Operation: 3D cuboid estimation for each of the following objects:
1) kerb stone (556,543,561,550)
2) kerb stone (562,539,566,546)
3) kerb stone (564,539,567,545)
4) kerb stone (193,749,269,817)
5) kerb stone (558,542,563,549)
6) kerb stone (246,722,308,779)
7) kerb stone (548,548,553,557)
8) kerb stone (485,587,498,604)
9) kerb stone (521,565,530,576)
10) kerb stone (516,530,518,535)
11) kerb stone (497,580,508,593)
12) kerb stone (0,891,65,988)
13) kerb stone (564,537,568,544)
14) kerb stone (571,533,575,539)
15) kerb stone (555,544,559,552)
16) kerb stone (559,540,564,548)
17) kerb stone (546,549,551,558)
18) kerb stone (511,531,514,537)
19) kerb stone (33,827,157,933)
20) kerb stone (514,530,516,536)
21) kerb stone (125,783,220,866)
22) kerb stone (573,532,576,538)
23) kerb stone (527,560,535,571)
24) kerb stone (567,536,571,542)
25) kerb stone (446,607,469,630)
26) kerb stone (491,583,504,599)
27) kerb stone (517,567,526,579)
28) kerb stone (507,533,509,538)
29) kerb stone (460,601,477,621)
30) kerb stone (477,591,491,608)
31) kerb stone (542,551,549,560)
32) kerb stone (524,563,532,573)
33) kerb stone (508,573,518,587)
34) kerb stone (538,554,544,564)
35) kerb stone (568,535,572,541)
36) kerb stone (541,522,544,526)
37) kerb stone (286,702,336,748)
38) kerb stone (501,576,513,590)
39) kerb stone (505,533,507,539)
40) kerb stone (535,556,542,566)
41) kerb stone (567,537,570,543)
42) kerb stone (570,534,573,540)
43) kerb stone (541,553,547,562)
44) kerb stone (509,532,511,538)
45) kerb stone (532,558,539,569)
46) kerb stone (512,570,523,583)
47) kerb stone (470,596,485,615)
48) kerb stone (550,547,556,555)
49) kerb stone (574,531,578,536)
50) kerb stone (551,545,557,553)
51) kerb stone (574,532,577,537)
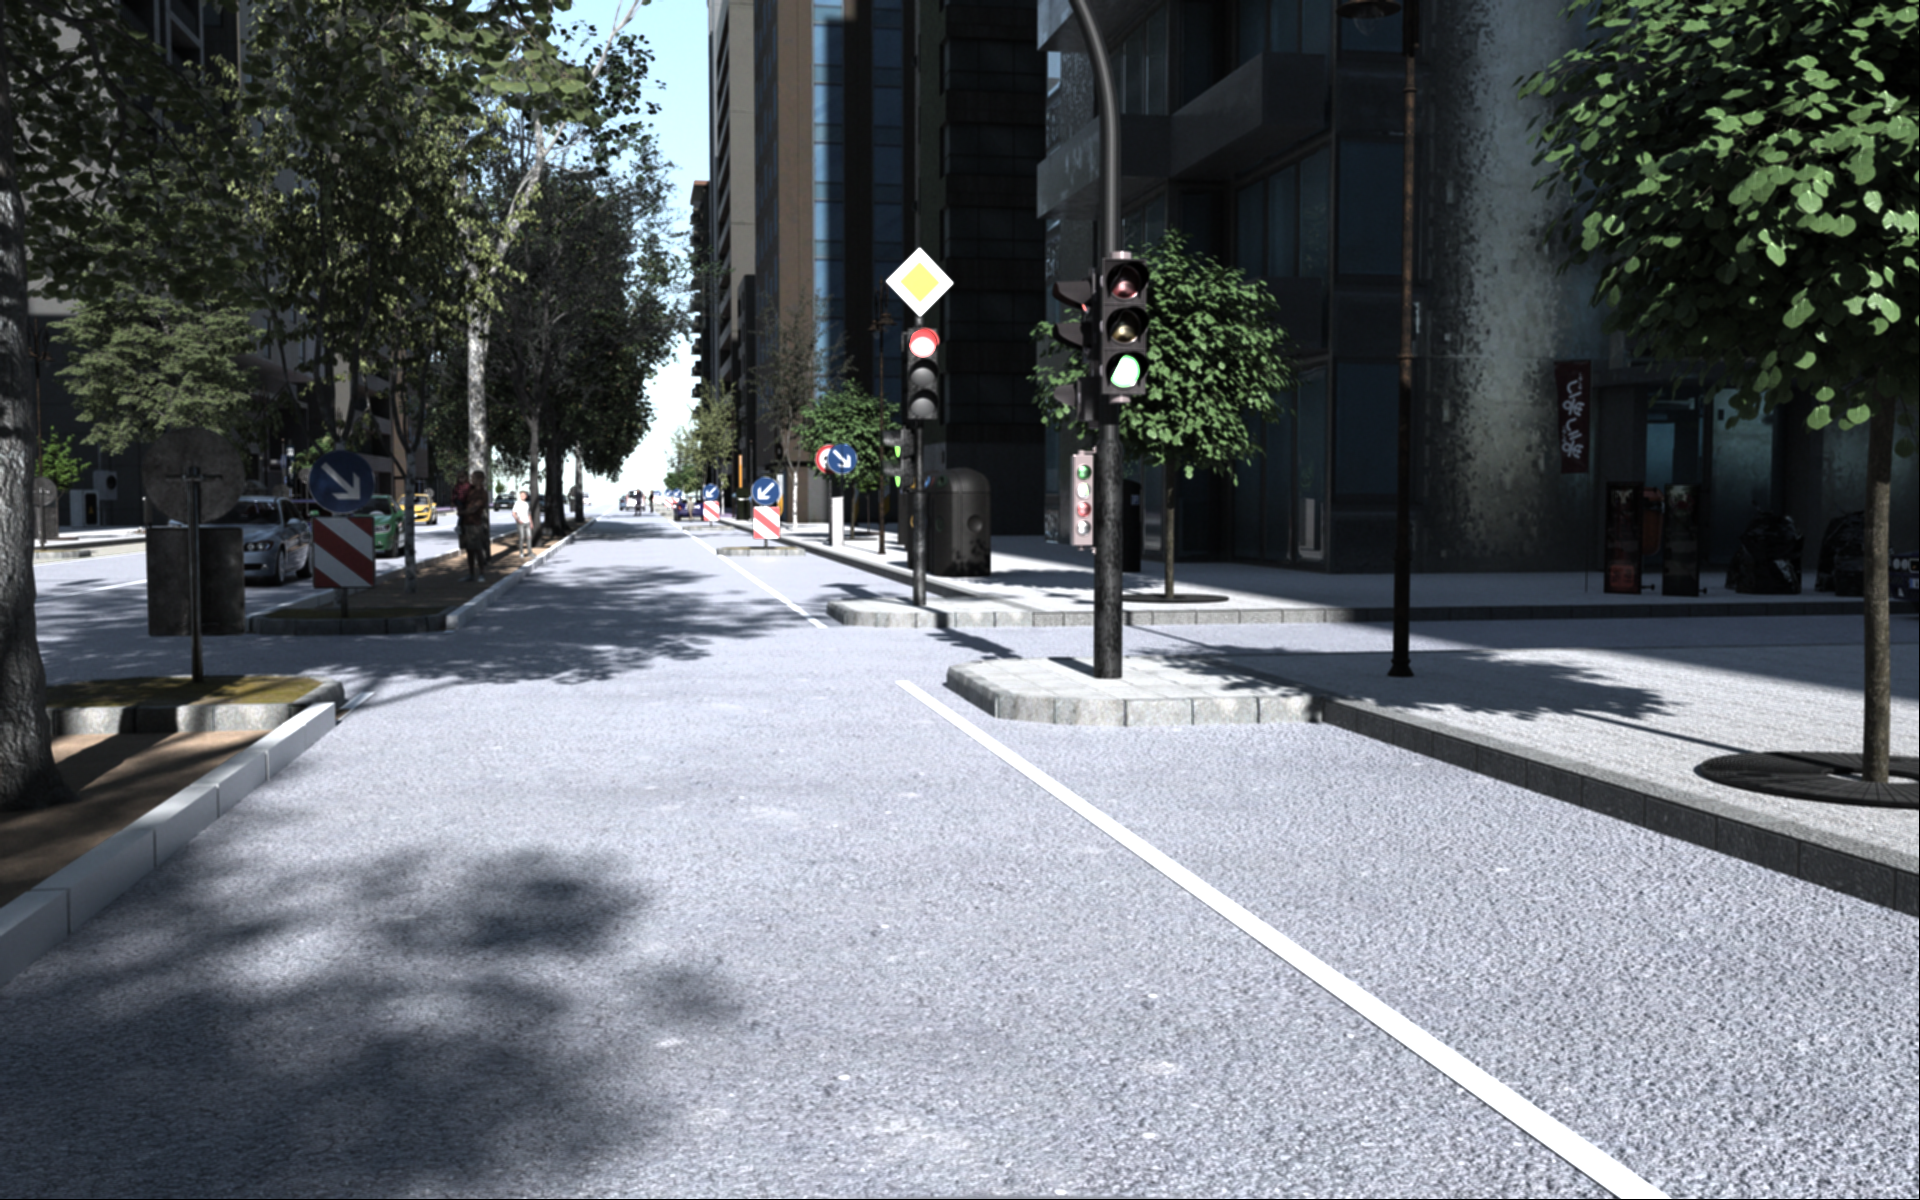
[{"bbox_3d":[-10.036,-1.265,42.886,0.120,0.150,1.000,-1,4,-11],"label":"kerb stone"},{"bbox_3d":[-10.595,-1.451,45.925,0.120,0.150,1.000,-1,4,-11],"label":"kerb stone"},{"bbox_3d":[-10.800,-1.510,46.927,0.120,0.150,1.000,-1,4,-11],"label":"kerb stone"},{"bbox_3d":[-3.431,0.860,8.142,0.120,0.150,1.000,-1,4,-11],"label":"kerb stone"},{"bbox_3d":[-10.221,-1.323,43.899,0.120,0.150,1.000,-1,4,-11],"label":"kerb stone"},{"bbox_3d":[-3.619,0.798,9.160,0.120,0.150,1.000,-1,4,-11],"label":"kerb stone"},{"bbox_3d":[-9.264,-1.017,38.856,0.120,0.150,1.000,-1,4,-11],"label":"kerb stone"},{"bbox_3d":[-6.204,-0.034,22.747,0.120,0.150,1.000,-1,4,-11],"label":"kerb stone"},{"bbox_3d":[-7.542,-0.459,29.799,0.120,0.150,1.000,-1,4,-11],"label":"kerb stone"},{"bbox_3d":[-15.163,-2.227,58.658,0.120,0.150,1.000,-1,4,-11],"label":"kerb stone"},{"bbox_3d":[-6.589,-0.156,24.754,0.120,0.150,1.000,-1,4,-11],"label":"kerb stone"},{"bbox_3d":[-2.862,1.045,5.116,0.120,0.150,1.000,-1,4,-11],"label":"kerb stone"},{"bbox_3d":[-10.987,-1.574,47.934,0.120,0.150,1.000,-1,4,-11],"label":"kerb stone"},{"bbox_3d":[-11.947,-1.883,52.979,0.120,0.150,1.000,-1,4,-11],"label":"kerb stone"},{"bbox_3d":[-9.836,-1.204,41.881,0.120,0.150,1.000,-1,4,-11],"label":"kerb stone"},{"bbox_3d":[-10.410,-1.389,44.910,0.120,0.150,1.000,-1,4,-11],"label":"kerb stone"},{"bbox_3d":[-9.073,-0.958,37.852,0.120,0.150,1.000,-1,4,-11],"label":"kerb stone"},{"bbox_3d":[-14.777,-2.107,56.650,0.120,0.150,1.000,-1,4,-11],"label":"kerb stone"},{"bbox_3d":[-3.050,0.983,6.124,0.120,0.150,1.000,-1,4,-11],"label":"kerb stone"},{"bbox_3d":[-14.963,-2.169,57.655,0.120,0.150,1.000,-1,4,-11],"label":"kerb stone"},{"bbox_3d":[-3.239,0.921,7.129,0.120,0.150,1.000,-1,4,-11],"label":"kerb stone"},{"bbox_3d":[-12.137,-1.944,53.985,0.120,0.150,1.000,-1,4,-11],"label":"kerb stone"},{"bbox_3d":[-7.933,-0.587,31.805,0.120,0.150,1.000,-1,4,-11],"label":"kerb stone"},{"bbox_3d":[-11.372,-1.698,49.954,0.120,0.150,1.000,-1,4,-11],"label":"kerb stone"},{"bbox_3d":[-5.443,0.212,18.722,0.120,0.150,1.000,-1,4,-11],"label":"kerb stone"},{"bbox_3d":[-6.387,-0.095,23.752,0.120,0.150,1.000,-1,4,-11],"label":"kerb stone"},{"bbox_3d":[-7.351,-0.403,28.785,0.120,0.150,1.000,-1,4,-11],"label":"kerb stone"},{"bbox_3d":[-14.392,-1.984,54.627,0.120,0.150,1.000,-1,4,-11],"label":"kerb stone"},{"bbox_3d":[-5.632,0.151,19.726,0.120,0.150,1.000,-1,4,-11],"label":"kerb stone"},{"bbox_3d":[-6.016,0.028,21.733,0.120,0.150,1.000,-1,4,-11],"label":"kerb stone"},{"bbox_3d":[-8.875,-0.893,36.844,0.120,0.150,1.000,-1,4,-11],"label":"kerb stone"},{"bbox_3d":[-7.741,-0.526,30.801,0.120,0.150,1.000,-1,4,-11],"label":"kerb stone"},{"bbox_3d":[-6.968,-0.280,26.770,0.120,0.150,1.000,-1,4,-11],"label":"kerb stone"},{"bbox_3d":[-8.500,-0.773,34.829,0.120,0.150,1.000,-1,4,-11],"label":"kerb stone"},{"bbox_3d":[-11.561,-1.760,50.967,0.120,0.150,1.000,-1,4,-11],"label":"kerb stone"},{"bbox_3d":[-19.361,-3.584,80.801,0.120,0.150,1.000,-1,4,-11],"label":"kerb stone"},{"bbox_3d":[-3.812,0.736,10.164,0.120,0.150,1.000,-1,4,-11],"label":"kerb stone"},{"bbox_3d":[-6.777,-0.218,25.759,0.120,0.150,1.000,-1,4,-11],"label":"kerb stone"},{"bbox_3d":[-14.200,-1.916,53.623,0.120,0.150,1.000,-1,4,-11],"label":"kerb stone"},{"bbox_3d":[-8.309,-0.711,33.818,0.120,0.150,1.000,-1,4,-11],"label":"kerb stone"},{"bbox_3d":[-11.180,-1.636,48.938,0.120,0.150,1.000,-1,4,-11],"label":"kerb stone"},{"bbox_3d":[-11.755,-1.818,51.971,0.120,0.150,1.000,-1,4,-11],"label":"kerb stone"},{"bbox_3d":[-8.691,-0.832,35.839,0.120,0.150,1.000,-1,4,-11],"label":"kerb stone"},{"bbox_3d":[-14.590,-2.041,55.641,0.120,0.150,1.000,-1,4,-11],"label":"kerb stone"},{"bbox_3d":[-8.119,-0.649,32.813,0.120,0.150,1.000,-1,4,-11],"label":"kerb stone"},{"bbox_3d":[-7.150,-0.342,27.782,0.120,0.150,1.000,-1,4,-11],"label":"kerb stone"},{"bbox_3d":[-5.822,0.093,20.730,0.120,0.150,1.000,-1,4,-11],"label":"kerb stone"},{"bbox_3d":[-9.449,-1.081,39.872,0.120,0.150,1.000,-1,4,-11],"label":"kerb stone"},{"bbox_3d":[-12.522,-2.067,55.997,0.120,0.150,1.000,-1,4,-11],"label":"kerb stone"},{"bbox_3d":[-9.648,-1.142,40.876,0.120,0.150,1.000,-1,4,-11],"label":"kerb stone"},{"bbox_3d":[-12.329,-2.003,54.989,0.120,0.150,1.000,-1,4,-11],"label":"kerb stone"}]
